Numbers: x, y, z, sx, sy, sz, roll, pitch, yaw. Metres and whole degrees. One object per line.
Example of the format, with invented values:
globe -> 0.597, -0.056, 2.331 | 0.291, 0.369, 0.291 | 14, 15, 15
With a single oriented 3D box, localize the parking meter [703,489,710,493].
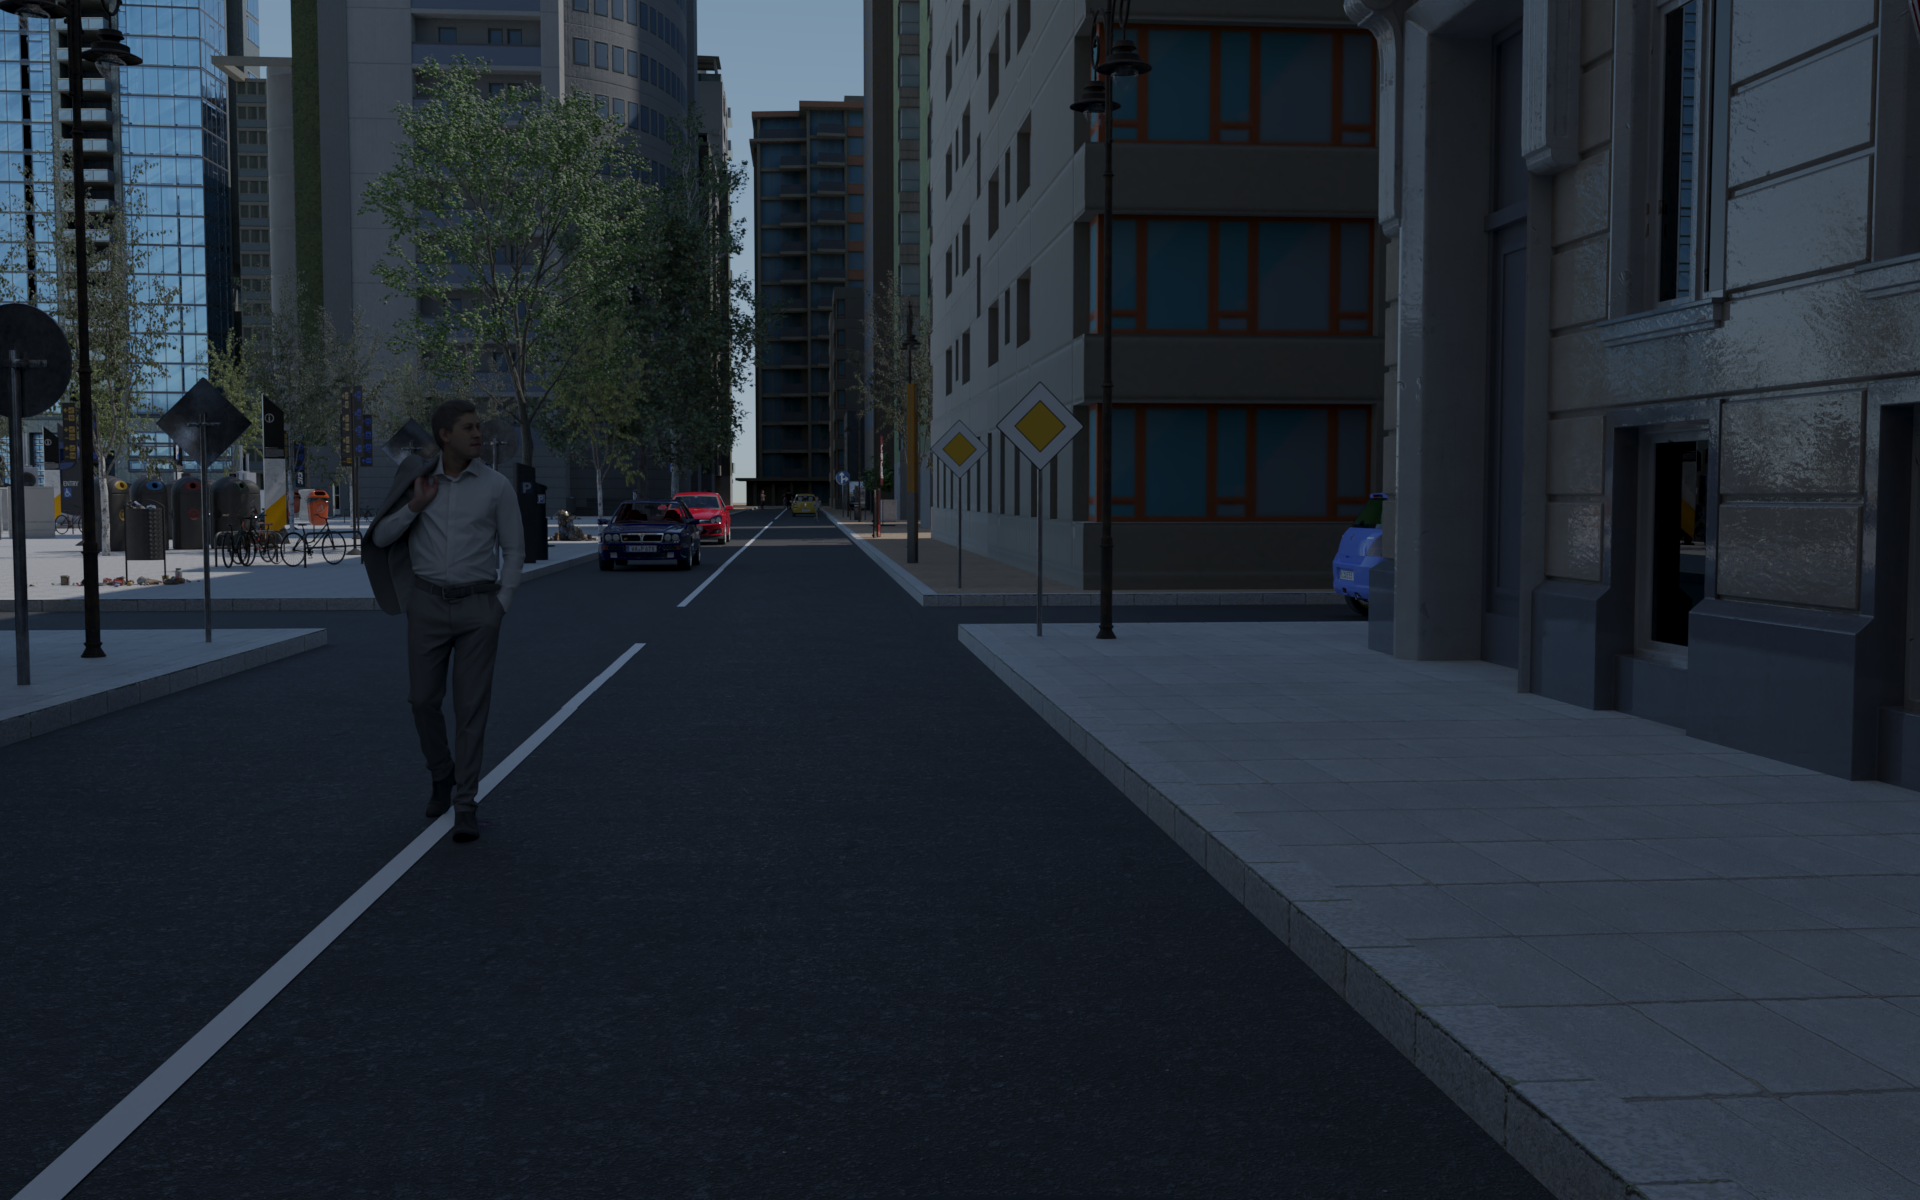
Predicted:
parking meter -> -13.755, -5.244, 94.155 | 0.372, 1.533, 0.369 | 0, 3, 0

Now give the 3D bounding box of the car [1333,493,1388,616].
car -> 6.169, -0.621, 19.742 | 3.694, 1.707, 1.945 | 0, 4, -6

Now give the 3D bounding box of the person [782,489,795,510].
person -> -15.243, -8.941, 154.312 | 1.348, 1.869, 0.705 | 0, 4, 3

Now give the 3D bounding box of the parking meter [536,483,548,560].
parking meter -> -8.202, -1.544, 33.658 | 0.372, 1.533, 0.369 | 0, 3, 0

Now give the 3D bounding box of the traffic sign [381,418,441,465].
traffic sign -> -7.225, -1.177, 22.883 | 0.795, 2.450, 0.064 | 0, 4, -5

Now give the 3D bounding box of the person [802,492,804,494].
person -> -12.599, -7.872, 138.680 | 0.415, 1.643, 0.593 | -3, 5, -41

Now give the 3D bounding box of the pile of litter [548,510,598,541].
pile of litter -> -10.743, -2.058, 47.608 | 1.719, 0.858, 1.176 | 2, 4, 35

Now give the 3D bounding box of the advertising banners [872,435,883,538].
advertising banners -> -2.423, -3.368, 51.259 | 0.090, 3.025, 2.074 | 0, 4, 6

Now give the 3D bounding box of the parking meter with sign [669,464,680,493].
parking meter with sign -> -15.747, -6.109, 96.144 | 0.543, 3.016, 1.738 | 0, 4, -2

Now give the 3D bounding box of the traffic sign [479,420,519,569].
traffic sign -> -7.935, -1.805, 29.625 | 0.768, 2.556, 0.104 | 0, 4, -5

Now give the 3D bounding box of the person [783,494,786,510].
person -> -16.214, -9.033, 159.405 | 0.599, 1.433, 0.991 | 0, 4, -4

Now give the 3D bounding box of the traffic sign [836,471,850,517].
traffic sign -> -6.402, -5.794, 94.833 | 0.768, 2.556, 0.104 | 0, 4, -4

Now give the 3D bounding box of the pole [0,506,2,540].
pole -> -26.848, -3.327, 48.237 | 0.158, 3.312, 0.155 | 0, 3, 0

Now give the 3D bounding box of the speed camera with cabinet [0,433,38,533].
speed camera with cabinet -> -30.927, -3.767, 55.929 | 2.038, 3.252, 0.660 | -2, 4, -31

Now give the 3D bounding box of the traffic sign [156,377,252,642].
traffic sign -> -6.502, -0.690, 14.931 | 0.795, 2.450, 0.064 | 0, 4, -5

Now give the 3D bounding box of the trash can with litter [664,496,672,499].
trash can with litter -> -14.449, -4.485, 84.717 | 0.624, 1.170, 1.055 | 2, 4, 30

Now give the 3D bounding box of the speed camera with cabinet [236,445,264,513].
speed camera with cabinet -> -28.445, -4.642, 70.240 | 2.038, 3.252, 0.660 | 1, 4, 21

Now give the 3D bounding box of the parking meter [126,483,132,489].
parking meter -> -42.027, -5.022, 87.820 | 0.399, 1.863, 0.255 | -1, 4, -20

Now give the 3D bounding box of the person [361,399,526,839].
person -> -2.211, 0.071, 7.434 | 0.679, 1.850, 0.850 | -1, 4, -13

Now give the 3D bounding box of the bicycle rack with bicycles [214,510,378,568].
bicycle rack with bicycles -> -12.202, -1.077, 30.994 | 2.852, 0.926, 2.925 | 1, 4, 14

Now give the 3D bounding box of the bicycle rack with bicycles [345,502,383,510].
bicycle rack with bicycles -> -26.210, -3.949, 77.948 | 2.852, 0.926, 2.925 | 1, 4, 15

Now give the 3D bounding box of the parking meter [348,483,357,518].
parking meter -> -32.743, -5.364, 93.412 | 0.399, 1.863, 0.255 | 1, 4, 17

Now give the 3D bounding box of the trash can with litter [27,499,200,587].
trash can with litter -> -11.965, -0.826, 24.555 | 2.233, 1.210, 1.678 | -1, 4, -17

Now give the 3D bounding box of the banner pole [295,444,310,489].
banner pole -> -31.663, -5.721, 83.550 | 0.863, 3.779, 0.401 | -3, 4, -37

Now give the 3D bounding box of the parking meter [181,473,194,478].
parking meter -> -21.535, -2.607, 48.333 | 0.255, 1.863, 0.399 | -1, 4, -9

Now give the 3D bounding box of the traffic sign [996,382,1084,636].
traffic sign -> 0.714, -0.729, 15.564 | 0.795, 2.450, 0.064 | 0, 4, -5

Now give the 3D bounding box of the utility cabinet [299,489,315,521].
utility cabinet -> -31.060, -4.506, 82.352 | 0.318, 1.500, 1.173 | -3, 5, -44

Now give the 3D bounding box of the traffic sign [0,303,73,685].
traffic sign -> -6.300, -0.702, 11.576 | 0.768, 2.556, 0.104 | 0, 4, 4

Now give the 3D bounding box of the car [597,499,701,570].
car -> -6.021, -1.297, 33.778 | 1.945, 1.354, 3.894 | 0, 4, -5

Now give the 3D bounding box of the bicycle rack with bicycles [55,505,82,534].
bicycle rack with bicycles -> -27.061, -2.576, 55.504 | 2.925, 0.926, 2.852 | 2, 4, 26

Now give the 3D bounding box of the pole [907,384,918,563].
pole -> -0.878, -2.339, 32.084 | 0.158, 3.312, 0.155 | 0, 3, 0

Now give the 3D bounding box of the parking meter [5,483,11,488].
parking meter -> -47.973, -4.989, 87.284 | 0.399, 1.863, 0.255 | 0, 4, -2

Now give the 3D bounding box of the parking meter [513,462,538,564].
parking meter -> -8.043, -1.612, 32.063 | 0.399, 1.863, 0.255 | -2, 4, -33

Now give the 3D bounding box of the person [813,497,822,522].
person -> -7.204, -4.571, 87.508 | 0.475, 1.303, 0.640 | -3, 5, -40

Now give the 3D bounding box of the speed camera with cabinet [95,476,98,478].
speed camera with cabinet -> -45.065, -5.907, 90.919 | 0.660, 3.252, 2.038 | -1, 4, -9

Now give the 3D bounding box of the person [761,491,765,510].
person -> -17.967, -9.161, 158.816 | 0.750, 1.759, 0.617 | 2, 4, 31

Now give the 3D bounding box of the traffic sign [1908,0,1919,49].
traffic sign -> 1.957, -0.175, 2.975 | 0.768, 2.556, 0.104 | 0, 4, 0

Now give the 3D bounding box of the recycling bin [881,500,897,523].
recycling bin -> -3.291, -4.029, 78.420 | 0.722, 1.027, 0.722 | -1, 4, -17

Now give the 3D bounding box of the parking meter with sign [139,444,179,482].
parking meter with sign -> -28.333, -3.940, 60.680 | 1.738, 3.016, 0.543 | -1, 4, -15

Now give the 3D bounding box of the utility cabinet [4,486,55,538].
utility cabinet -> -26.786, -2.524, 49.946 | 1.173, 1.500, 0.318 | -2, 4, -34

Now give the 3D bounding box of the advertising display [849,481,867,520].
advertising display -> -5.020, -4.881, 85.024 | 0.974, 1.923, 0.123 | 2, 4, 29

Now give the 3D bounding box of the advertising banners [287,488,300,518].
advertising banners -> -34.340, -5.659, 88.720 | 2.074, 3.025, 0.090 | 3, 4, 36

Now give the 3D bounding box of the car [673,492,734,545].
car -> -7.622, -2.516, 50.182 | 2.155, 1.783, 4.494 | 0, 4, -5

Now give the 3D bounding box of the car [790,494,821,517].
car -> -9.909, -6.166, 111.043 | 2.015, 1.641, 3.980 | 0, 4, -5

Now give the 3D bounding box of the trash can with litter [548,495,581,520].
trash can with litter -> -19.958, -4.647, 87.041 | 2.233, 1.210, 1.678 | -3, 4, -38

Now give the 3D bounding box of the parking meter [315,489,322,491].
parking meter -> -31.416, -4.675, 84.849 | 0.372, 1.533, 0.369 | 0, 3, 0

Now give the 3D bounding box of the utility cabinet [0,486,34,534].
utility cabinet -> -32.633, -3.110, 59.531 | 1.173, 1.500, 0.318 | -1, 4, -12

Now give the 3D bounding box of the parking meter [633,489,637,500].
parking meter -> -14.667, -4.294, 78.616 | 0.372, 1.533, 0.369 | 0, 3, 0

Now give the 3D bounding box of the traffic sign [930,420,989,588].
traffic sign -> -0.009, -1.216, 23.516 | 0.795, 2.450, 0.064 | 0, 4, -5
